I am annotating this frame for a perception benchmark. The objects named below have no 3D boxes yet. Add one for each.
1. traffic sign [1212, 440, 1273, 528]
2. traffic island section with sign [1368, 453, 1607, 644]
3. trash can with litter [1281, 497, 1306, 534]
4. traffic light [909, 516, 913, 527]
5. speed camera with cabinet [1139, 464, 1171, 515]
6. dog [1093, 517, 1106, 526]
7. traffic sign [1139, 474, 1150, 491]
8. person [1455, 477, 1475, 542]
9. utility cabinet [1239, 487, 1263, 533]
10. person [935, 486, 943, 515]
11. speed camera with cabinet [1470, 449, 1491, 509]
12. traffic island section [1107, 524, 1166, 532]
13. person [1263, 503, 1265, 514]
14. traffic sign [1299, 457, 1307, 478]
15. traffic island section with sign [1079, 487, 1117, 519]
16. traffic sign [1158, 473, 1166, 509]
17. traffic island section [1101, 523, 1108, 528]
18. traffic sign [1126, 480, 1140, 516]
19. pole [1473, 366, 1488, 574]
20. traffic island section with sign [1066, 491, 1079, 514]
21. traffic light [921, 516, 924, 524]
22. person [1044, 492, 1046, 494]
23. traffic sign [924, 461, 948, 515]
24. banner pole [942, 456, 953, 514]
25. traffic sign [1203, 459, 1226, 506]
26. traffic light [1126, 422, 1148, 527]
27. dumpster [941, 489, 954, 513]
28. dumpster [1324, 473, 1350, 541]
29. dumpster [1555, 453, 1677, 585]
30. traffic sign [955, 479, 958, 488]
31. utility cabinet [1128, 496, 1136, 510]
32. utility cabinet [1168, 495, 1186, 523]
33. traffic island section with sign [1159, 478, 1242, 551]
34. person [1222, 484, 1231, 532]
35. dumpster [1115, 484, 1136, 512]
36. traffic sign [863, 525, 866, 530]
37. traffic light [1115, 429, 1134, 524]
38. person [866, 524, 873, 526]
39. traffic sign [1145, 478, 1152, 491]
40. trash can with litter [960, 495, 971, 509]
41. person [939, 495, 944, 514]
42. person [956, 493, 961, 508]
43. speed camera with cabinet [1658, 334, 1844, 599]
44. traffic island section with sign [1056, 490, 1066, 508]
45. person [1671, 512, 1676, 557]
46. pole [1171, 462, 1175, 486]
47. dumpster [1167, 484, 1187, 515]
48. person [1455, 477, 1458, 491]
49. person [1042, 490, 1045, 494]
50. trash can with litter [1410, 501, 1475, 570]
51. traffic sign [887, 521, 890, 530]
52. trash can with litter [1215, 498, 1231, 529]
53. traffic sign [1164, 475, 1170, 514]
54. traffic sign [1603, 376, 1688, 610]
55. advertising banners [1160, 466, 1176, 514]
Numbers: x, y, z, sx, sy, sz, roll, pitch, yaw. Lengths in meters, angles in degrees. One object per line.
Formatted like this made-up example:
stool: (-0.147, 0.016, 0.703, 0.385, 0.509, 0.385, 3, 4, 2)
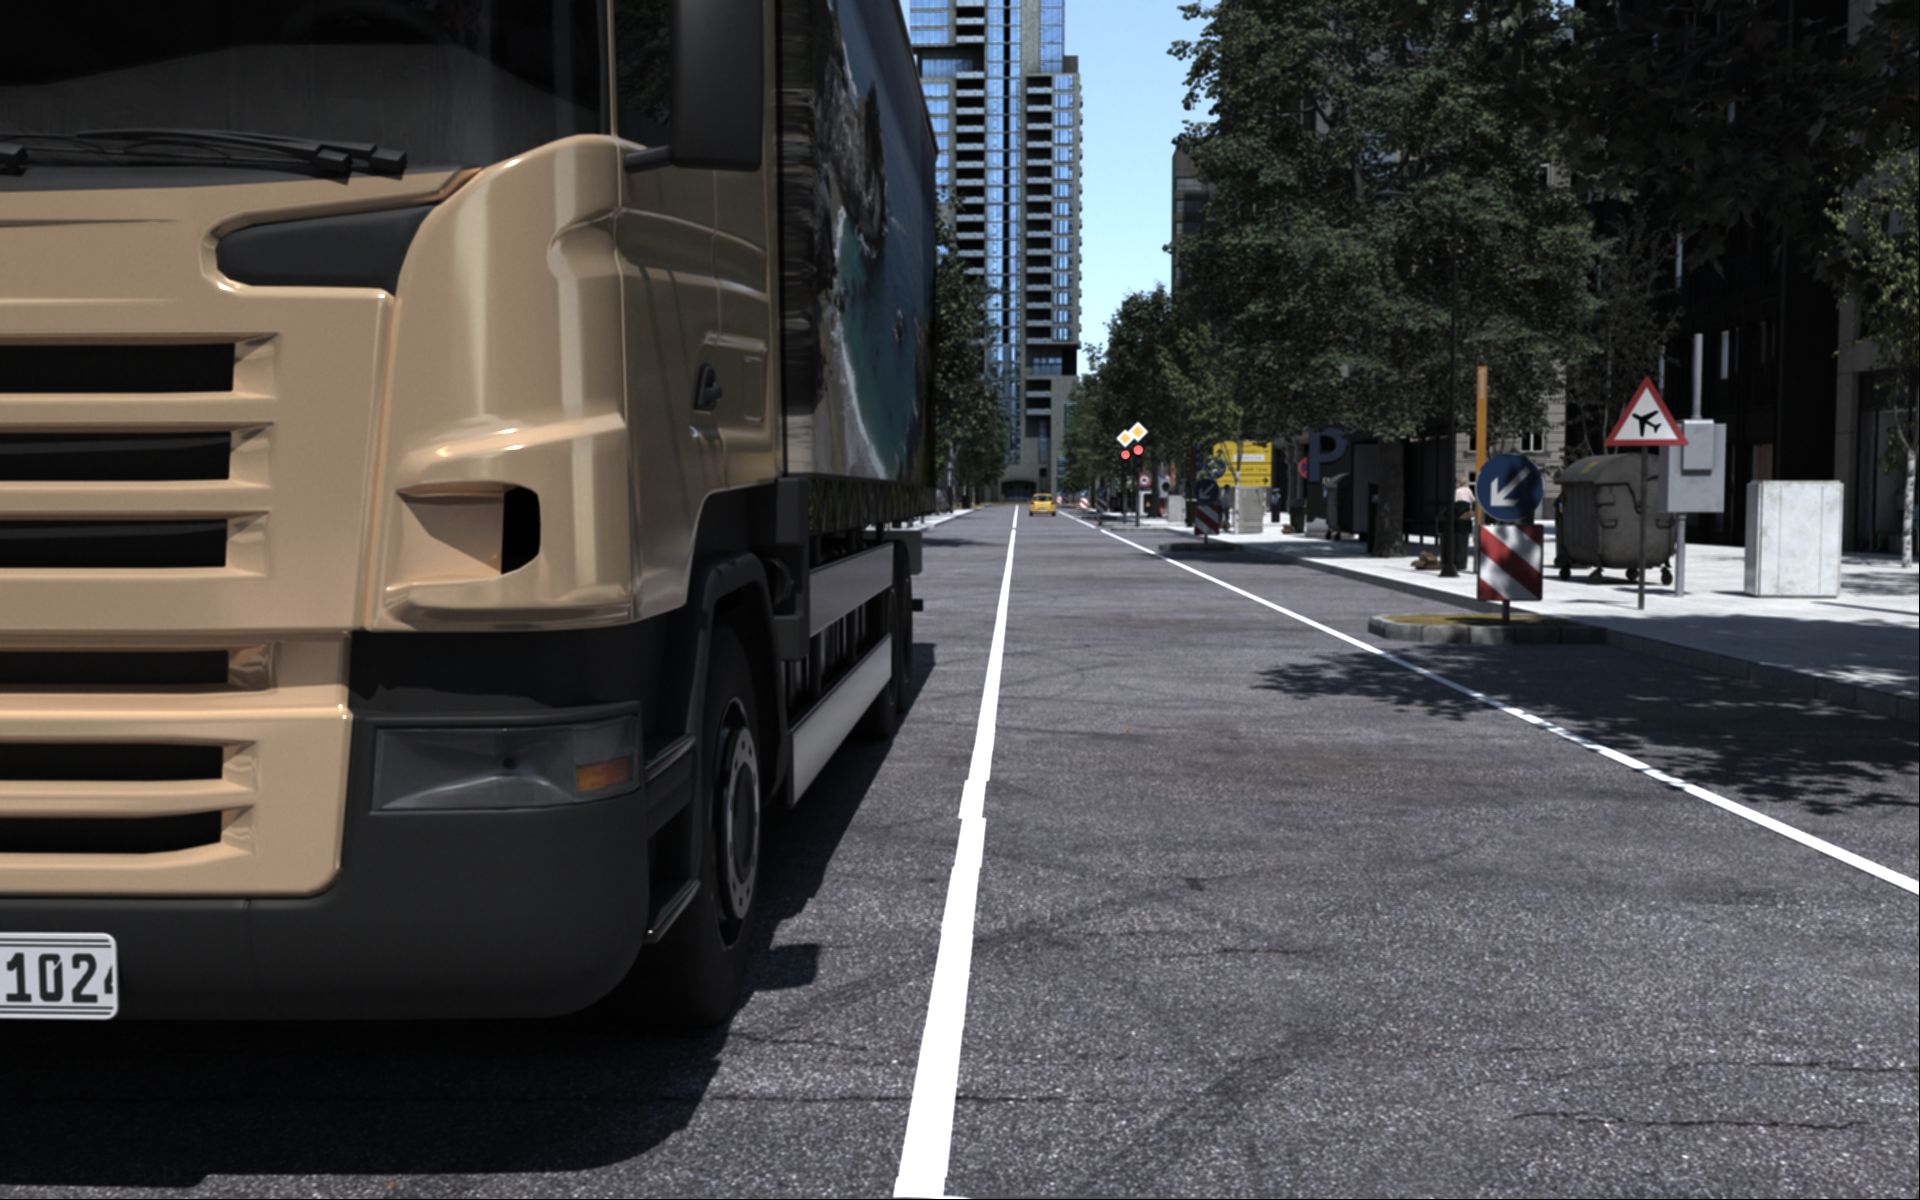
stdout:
traffic sign: (10.691, -4.389, 65.638, 2.265, 3.308, 0.079, 1, 4, 10)
traffic island section with sign: (5.225, -0.543, 17.503, 1.989, 1.847, 2.006, 0, 4, 2)
trash can with litter: (10.816, -2.718, 55.829, 0.624, 1.170, 1.055, 3, 4, 38)
traffic light: (-1.890, -4.801, 67.413, 0.839, 4.253, 0.868, 0, 4, 2)
speed camera with cabinet: (11.760, -6.770, 105.032, 2.038, 3.252, 0.660, -2, 4, -24)
dog: (6.369, -3.530, 77.907, 0.550, 0.427, 0.748, -2, 4, -28)
traffic sign: (11.839, -6.801, 111.298, 0.768, 2.556, 0.104, 0, 4, 3)
person: (13.454, -2.388, 45.751, 0.731, 1.740, 0.598, -1, 4, -21)
utility cabinet: (9.385, -2.903, 56.149, 0.318, 1.500, 1.173, 3, 5, 43)
person: (-1.331, -5.968, 103.840, 0.478, 1.798, 0.641, 2, 4, 34)
speed camera with cabinet: (22.496, -4.999, 76.064, 2.038, 3.252, 0.660, 2, 4, 27)
traffic island section: (6.906, -2.750, 67.245, 2.009, 0.180, 2.903, 0, 4, 2)
person: (10.147, -2.933, 58.674, 0.352, 1.250, 0.332, -1, 4, -14)
traffic sign: (11.730, -3.545, 58.075, 0.768, 2.556, 0.104, 0, 4, 2)
traffic island section with sign: (8.033, -5.585, 99.943, 1.989, 1.847, 2.006, 0, 4, 2)
traffic sign: (12.269, -6.506, 106.477, 0.768, 2.556, 0.104, 0, 4, 3)
traffic island section: (7.177, -3.238, 75.226, 2.009, 0.180, 2.903, 0, 4, 2)
traffic sign: (10.222, -6.287, 102.792, 0.884, 2.594, 0.081, 0, 4, 3)
pole: (8.329, -2.071, 27.696, 0.158, 3.312, 0.155, 0, 3, 0)
traffic island section with sign: (8.943, -7.233, 126.883, 1.989, 1.847, 2.006, 0, 4, 2)
traffic light: (-1.619, -5.289, 75.394, 0.839, 4.253, 0.868, 0, 4, 2)
person: (10.987, -13.207, 225.141, 0.721, 1.736, 1.217, -3, 5, -41)
traffic sign: (-1.851, -6.812, 105.245, 2.265, 3.308, 0.079, 0, 4, 7)
banner pole: (-0.809, -7.544, 113.367, 0.863, 3.779, 0.401, 2, 4, 35)
traffic sign: (8.698, -3.618, 59.265, 0.768, 2.556, 0.104, 1, 4, 9)
traffic light: (6.867, -4.784, 67.133, 0.839, 4.253, 0.868, 0, 4, 2)
dumpster: (-1.073, -6.676, 114.912, 1.264, 1.857, 1.865, 0, 4, 2)
dumpster: (10.783, -2.563, 47.662, 1.264, 1.857, 1.865, 0, 4, 2)
dumpster: (9.499, -1.179, 25.039, 1.264, 1.857, 1.865, 0, 4, 2)
traffic sign: (-0.513, -8.673, 141.904, 0.768, 2.556, 0.104, 0, 4, 2)
utility cabinet: (13.918, -7.837, 139.288, 1.020, 1.237, 0.306, -3, 5, -41)
utility cabinet: (9.880, -4.089, 78.018, 1.020, 1.237, 0.306, 0, 4, 1)
traffic island section with sign: (6.134, -2.191, 44.443, 1.989, 1.847, 2.006, 0, 4, 2)
person: (8.923, -3.065, 57.970, 0.330, 1.601, 0.589, 1, 4, 19)
dumpster: (12.048, -7.515, 125.366, 1.502, 2.255, 1.985, 0, 4, 2)
traffic sign: (-3.090, -3.411, 55.876, 0.768, 2.556, 0.104, 0, 4, 5)
traffic light: (7.138, -5.272, 75.113, 0.839, 4.253, 0.868, 0, 4, 2)
person: (-3.787, -3.854, 72.106, 0.643, 1.750, 0.593, -2, 4, -24)
traffic sign: (13.471, -7.652, 125.222, 0.768, 2.556, 0.104, 1, 4, 10)
trash can with litter: (0.481, -8.480, 150.041, 0.624, 1.170, 1.055, 2, 4, 32)
person: (-1.201, -6.178, 111.323, 0.475, 1.303, 0.640, 2, 4, 30)
person: (-0.228, -9.525, 165.000, 0.991, 1.433, 0.599, -2, 4, -35)
speed camera with cabinet: (9.818, -1.664, 21.536, 2.038, 3.252, 0.660, 1, 4, 9)
traffic island section with sign: (10.679, -10.362, 178.051, 1.989, 1.847, 2.006, 0, 4, 2)
person: (14.612, -1.550, 35.663, 0.425, 1.301, 0.394, 1, 4, 9)
pole: (12.693, -6.698, 103.353, 0.158, 3.312, 0.155, 0, 3, 0)
dumpster: (12.813, -5.853, 101.460, 1.264, 1.857, 1.865, 0, 4, 2)
person: (15.422, -2.935, 54.128, 0.391, 1.810, 0.635, -2, 4, -33)
person: (8.687, -10.604, 181.508, 0.705, 1.869, 1.348, 3, 4, 39)
trash can with litter: (8.200, -1.095, 29.290, 1.055, 1.170, 0.624, -2, 4, -25)
traffic sign: (-2.359, -3.493, 57.218, 0.768, 2.556, 0.104, 0, 4, 4)
trash can with litter: (9.653, -3.212, 63.900, 0.624, 1.170, 1.055, -2, 4, -26)
traffic sign: (13.493, -6.896, 112.853, 0.768, 2.556, 0.104, 0, 4, 6)
traffic sign: (7.565, -1.172, 19.163, 0.884, 2.594, 0.081, 1, 4, 11)
advertising banners: (12.683, -6.901, 109.022, 2.074, 3.025, 0.090, 1, 4, 16)
